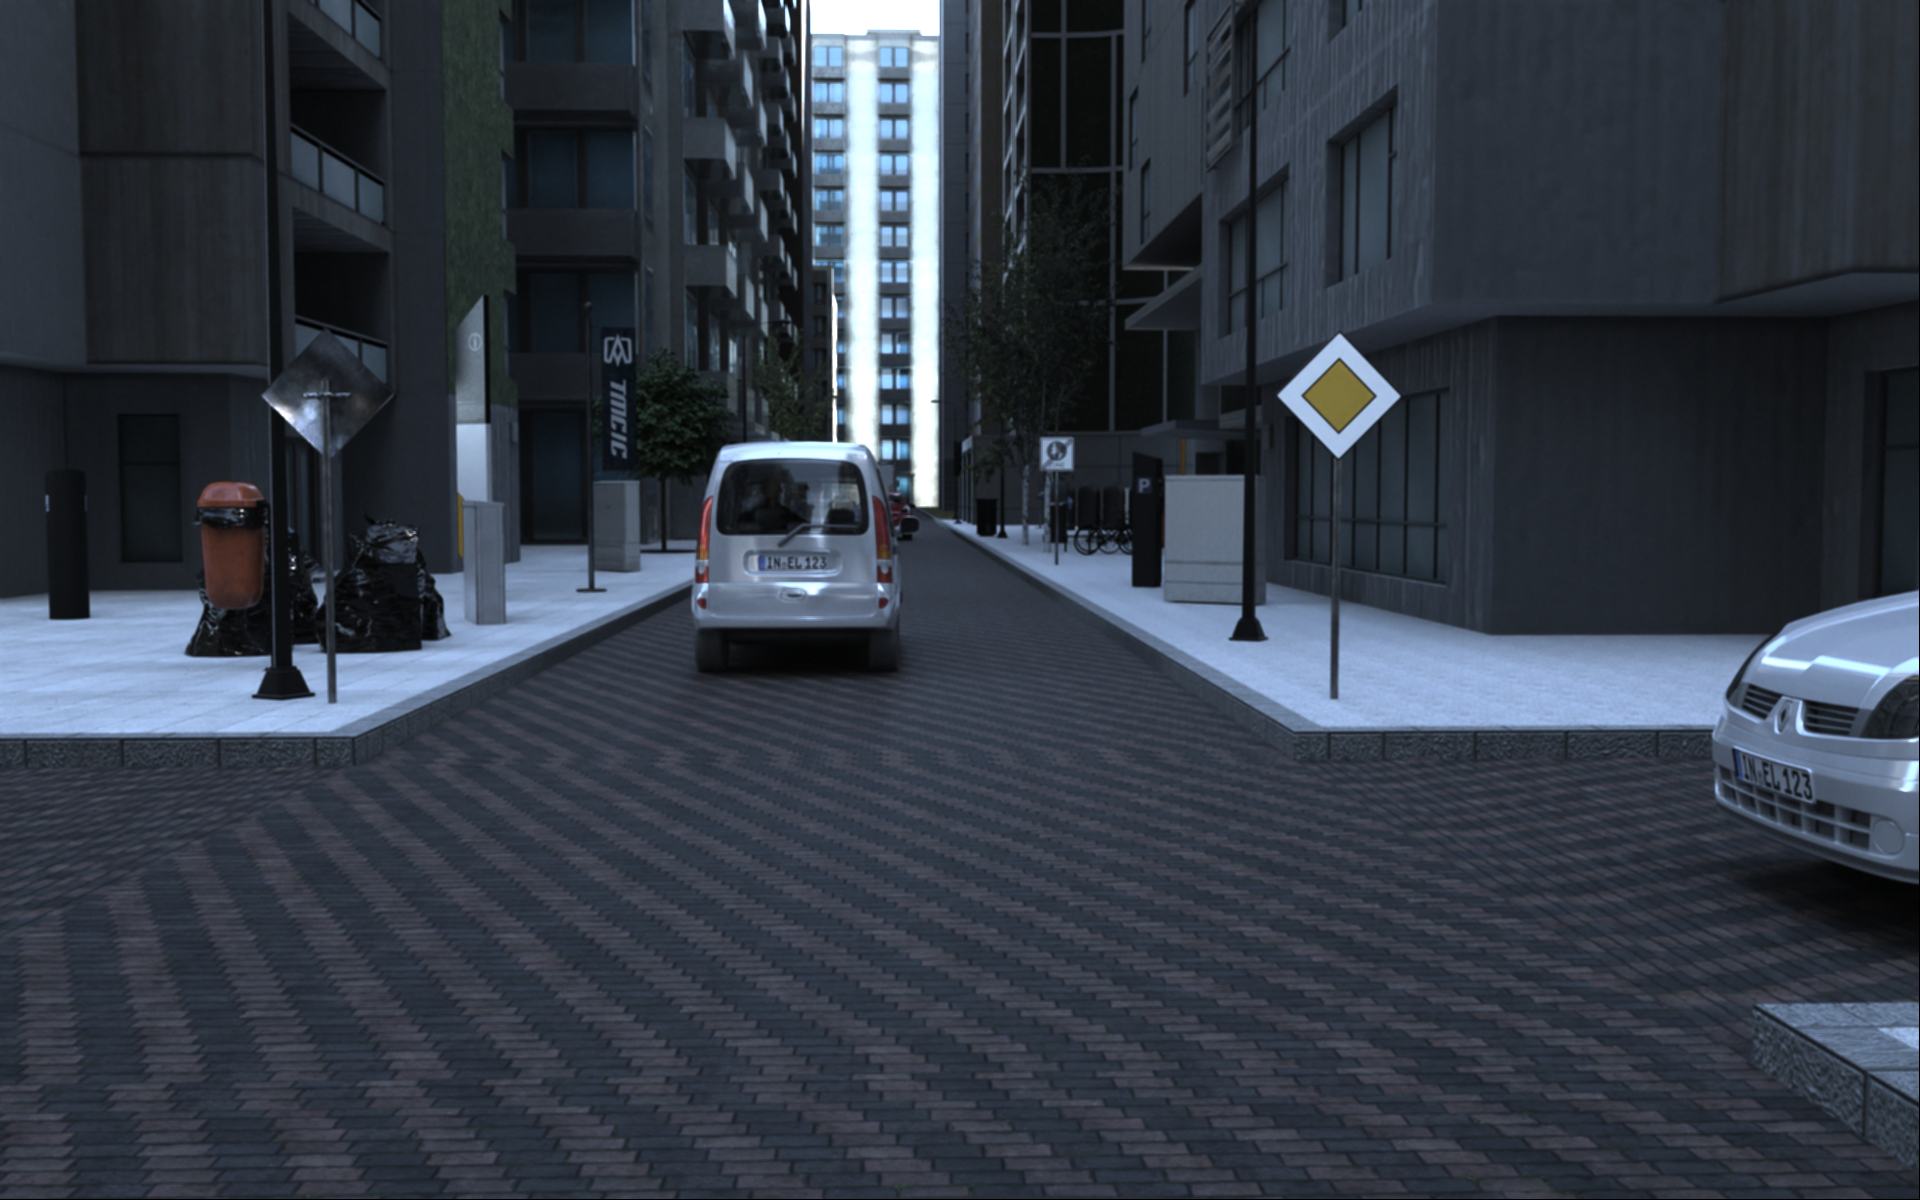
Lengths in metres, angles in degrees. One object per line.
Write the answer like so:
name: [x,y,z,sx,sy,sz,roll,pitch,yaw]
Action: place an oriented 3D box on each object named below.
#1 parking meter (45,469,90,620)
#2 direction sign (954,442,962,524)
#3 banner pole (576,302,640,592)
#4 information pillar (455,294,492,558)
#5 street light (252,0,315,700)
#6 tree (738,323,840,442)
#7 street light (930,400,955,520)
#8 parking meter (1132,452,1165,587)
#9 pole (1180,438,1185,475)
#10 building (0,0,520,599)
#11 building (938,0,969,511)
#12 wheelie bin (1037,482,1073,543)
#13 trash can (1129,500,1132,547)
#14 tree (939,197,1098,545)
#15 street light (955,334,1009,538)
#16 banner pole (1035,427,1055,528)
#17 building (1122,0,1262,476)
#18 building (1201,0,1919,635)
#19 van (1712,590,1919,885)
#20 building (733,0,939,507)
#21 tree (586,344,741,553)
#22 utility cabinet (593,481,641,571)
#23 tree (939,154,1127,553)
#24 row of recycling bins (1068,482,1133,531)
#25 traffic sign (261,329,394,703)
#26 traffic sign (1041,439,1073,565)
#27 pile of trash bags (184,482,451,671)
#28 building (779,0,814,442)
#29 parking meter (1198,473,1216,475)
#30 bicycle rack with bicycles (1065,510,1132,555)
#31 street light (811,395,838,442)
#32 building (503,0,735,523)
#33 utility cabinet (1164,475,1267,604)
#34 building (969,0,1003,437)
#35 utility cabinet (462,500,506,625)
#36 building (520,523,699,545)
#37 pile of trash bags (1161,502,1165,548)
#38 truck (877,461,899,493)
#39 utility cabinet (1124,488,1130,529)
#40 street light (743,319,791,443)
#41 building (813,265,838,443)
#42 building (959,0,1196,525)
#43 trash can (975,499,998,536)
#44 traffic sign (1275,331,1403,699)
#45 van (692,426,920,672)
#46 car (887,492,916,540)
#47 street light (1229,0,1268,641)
parking meter: [-9.180,-0.575,17.813,0.372,1.533,0.369,0,3,0]
direction sign: [-0.086,-5.094,75.282,0.379,3.537,0.876,1,4,22]
banner pole: [-4.642,-2.005,22.796,0.863,3.779,0.401,-2,4,-23]
information pillar: [-5.739,-1.782,20.485,0.504,3.616,0.183,2,4,28]
street light: [-3.734,-2.339,10.781,1.470,5.913,1.316,0,4,-2]
tree: [-7.520,-7.658,75.572,4.737,8.622,4.395,0,3,0]
street light: [-0.766,-6.929,85.831,1.470,5.913,1.316,0,4,-2]
parking meter: [2.597,-1.112,23.898,0.399,1.863,0.255,2,4,27]
pole: [7.760,-4.070,60.385,0.158,3.312,0.155,0,3,0]
building: [-15.115,-20.856,24.599,14.154,41.232,14.086,0,4,-2]
building: [8.663,-36.964,146.356,21.231,58.520,28.212,0,4,-2]
wheelie bin: [2.514,-2.317,45.798,0.980,1.594,0.693,1,4,9]
trash can: [4.295,-1.749,40.248,0.748,1.137,0.748,0,3,0]
tree: [1.597,-5.700,43.560,4.737,8.622,4.395,0,3,0]
street light: [0.698,-4.765,50.445,1.470,5.913,1.316,0,4,-2]
banner pole: [3.231,-4.573,64.792,0.863,3.779,0.401,0,4,-7]
building: [19.224,-27.784,43.502,28.713,52.752,27.495,0,4,-2]
building: [10.675,-20.444,17.855,14.086,41.232,14.154,0,4,-2]
van: [4.812,0.064,5.970,4.112,2.044,2.013,0,4,-2]
building: [-6.943,-34.346,181.171,30.456,49.044,23.786,0,4,-2]
tree: [-6.457,-3.330,38.152,4.285,4.588,4.351,0,3,0]
utility cabinet: [-5.772,-1.233,28.845,0.318,1.500,1.173,-3,5,-41]
tree: [1.834,-5.363,38.047,4.360,8.622,3.978,0,3,0]
row of recycling bins: [5.051,-3.318,61.357,3.534,1.692,1.069,0,4,7]
traffic sign: [-3.849,-0.424,10.567,0.795,2.450,0.064,0,4,-2]
traffic sign: [1.750,-1.786,31.326,0.606,2.300,0.079,0,4,7]
pile of trash bags: [-5.341,-0.260,14.005,1.912,1.369,3.447,0,4,-4]
building: [-17.694,-28.896,122.562,14.600,45.320,14.200,0,4,-2]
parking meter: [3.039,-0.803,21.543,0.372,1.533,0.369,0,3,0]
bicycle rack with bicycles: [3.579,-1.481,37.590,2.925,0.926,2.852,-1,4,-12]
street light: [-6.447,-6.668,81.561,1.470,5.913,1.316,0,4,-2]
building: [-21.015,-29.357,99.592,23.786,49.044,30.456,0,4,-2]
utility cabinet: [2.990,-0.709,20.271,1.173,1.500,0.318,2,4,34]
building: [7.702,-27.302,96.502,14.600,45.320,14.200,0,4,-2]
utility cabinet: [-4.790,-0.384,17.443,0.306,1.237,1.020,-1,4,-23]
building: [-17.881,-26.598,54.490,23.786,49.044,30.456,0,4,-2]
pile of trash bags: [4.239,-1.080,27.418,3.447,1.369,1.912,-2,4,-35]
truck: [-6.965,-10.131,154.549,2.839,4.237,11.283,0,4,-1]
utility cabinet: [6.100,-3.349,63.441,0.318,1.500,1.173,-2,4,-23]
street light: [-5.196,-4.503,46.167,1.470,5.913,1.316,0,4,-2]
building: [-25.279,-18.481,147.204,28.899,21.520,27.650,0,4,-2]
building: [10.518,-38.922,74.622,20.563,71.187,20.611,0,4,-2]
trash can: [0.816,-2.520,52.859,0.748,1.137,0.748,0,3,0]
traffic sign: [2.341,-0.437,10.785,0.795,2.450,0.064,0,4,-2]
van: [-1.356,-0.510,15.349,2.013,2.044,4.112,0,4,-2]
car: [-2.473,-2.845,55.563,2.155,1.783,4.494,0,4,-4]
street light: [1.998,-2.600,15.052,1.470,5.913,1.316,0,4,-2]
